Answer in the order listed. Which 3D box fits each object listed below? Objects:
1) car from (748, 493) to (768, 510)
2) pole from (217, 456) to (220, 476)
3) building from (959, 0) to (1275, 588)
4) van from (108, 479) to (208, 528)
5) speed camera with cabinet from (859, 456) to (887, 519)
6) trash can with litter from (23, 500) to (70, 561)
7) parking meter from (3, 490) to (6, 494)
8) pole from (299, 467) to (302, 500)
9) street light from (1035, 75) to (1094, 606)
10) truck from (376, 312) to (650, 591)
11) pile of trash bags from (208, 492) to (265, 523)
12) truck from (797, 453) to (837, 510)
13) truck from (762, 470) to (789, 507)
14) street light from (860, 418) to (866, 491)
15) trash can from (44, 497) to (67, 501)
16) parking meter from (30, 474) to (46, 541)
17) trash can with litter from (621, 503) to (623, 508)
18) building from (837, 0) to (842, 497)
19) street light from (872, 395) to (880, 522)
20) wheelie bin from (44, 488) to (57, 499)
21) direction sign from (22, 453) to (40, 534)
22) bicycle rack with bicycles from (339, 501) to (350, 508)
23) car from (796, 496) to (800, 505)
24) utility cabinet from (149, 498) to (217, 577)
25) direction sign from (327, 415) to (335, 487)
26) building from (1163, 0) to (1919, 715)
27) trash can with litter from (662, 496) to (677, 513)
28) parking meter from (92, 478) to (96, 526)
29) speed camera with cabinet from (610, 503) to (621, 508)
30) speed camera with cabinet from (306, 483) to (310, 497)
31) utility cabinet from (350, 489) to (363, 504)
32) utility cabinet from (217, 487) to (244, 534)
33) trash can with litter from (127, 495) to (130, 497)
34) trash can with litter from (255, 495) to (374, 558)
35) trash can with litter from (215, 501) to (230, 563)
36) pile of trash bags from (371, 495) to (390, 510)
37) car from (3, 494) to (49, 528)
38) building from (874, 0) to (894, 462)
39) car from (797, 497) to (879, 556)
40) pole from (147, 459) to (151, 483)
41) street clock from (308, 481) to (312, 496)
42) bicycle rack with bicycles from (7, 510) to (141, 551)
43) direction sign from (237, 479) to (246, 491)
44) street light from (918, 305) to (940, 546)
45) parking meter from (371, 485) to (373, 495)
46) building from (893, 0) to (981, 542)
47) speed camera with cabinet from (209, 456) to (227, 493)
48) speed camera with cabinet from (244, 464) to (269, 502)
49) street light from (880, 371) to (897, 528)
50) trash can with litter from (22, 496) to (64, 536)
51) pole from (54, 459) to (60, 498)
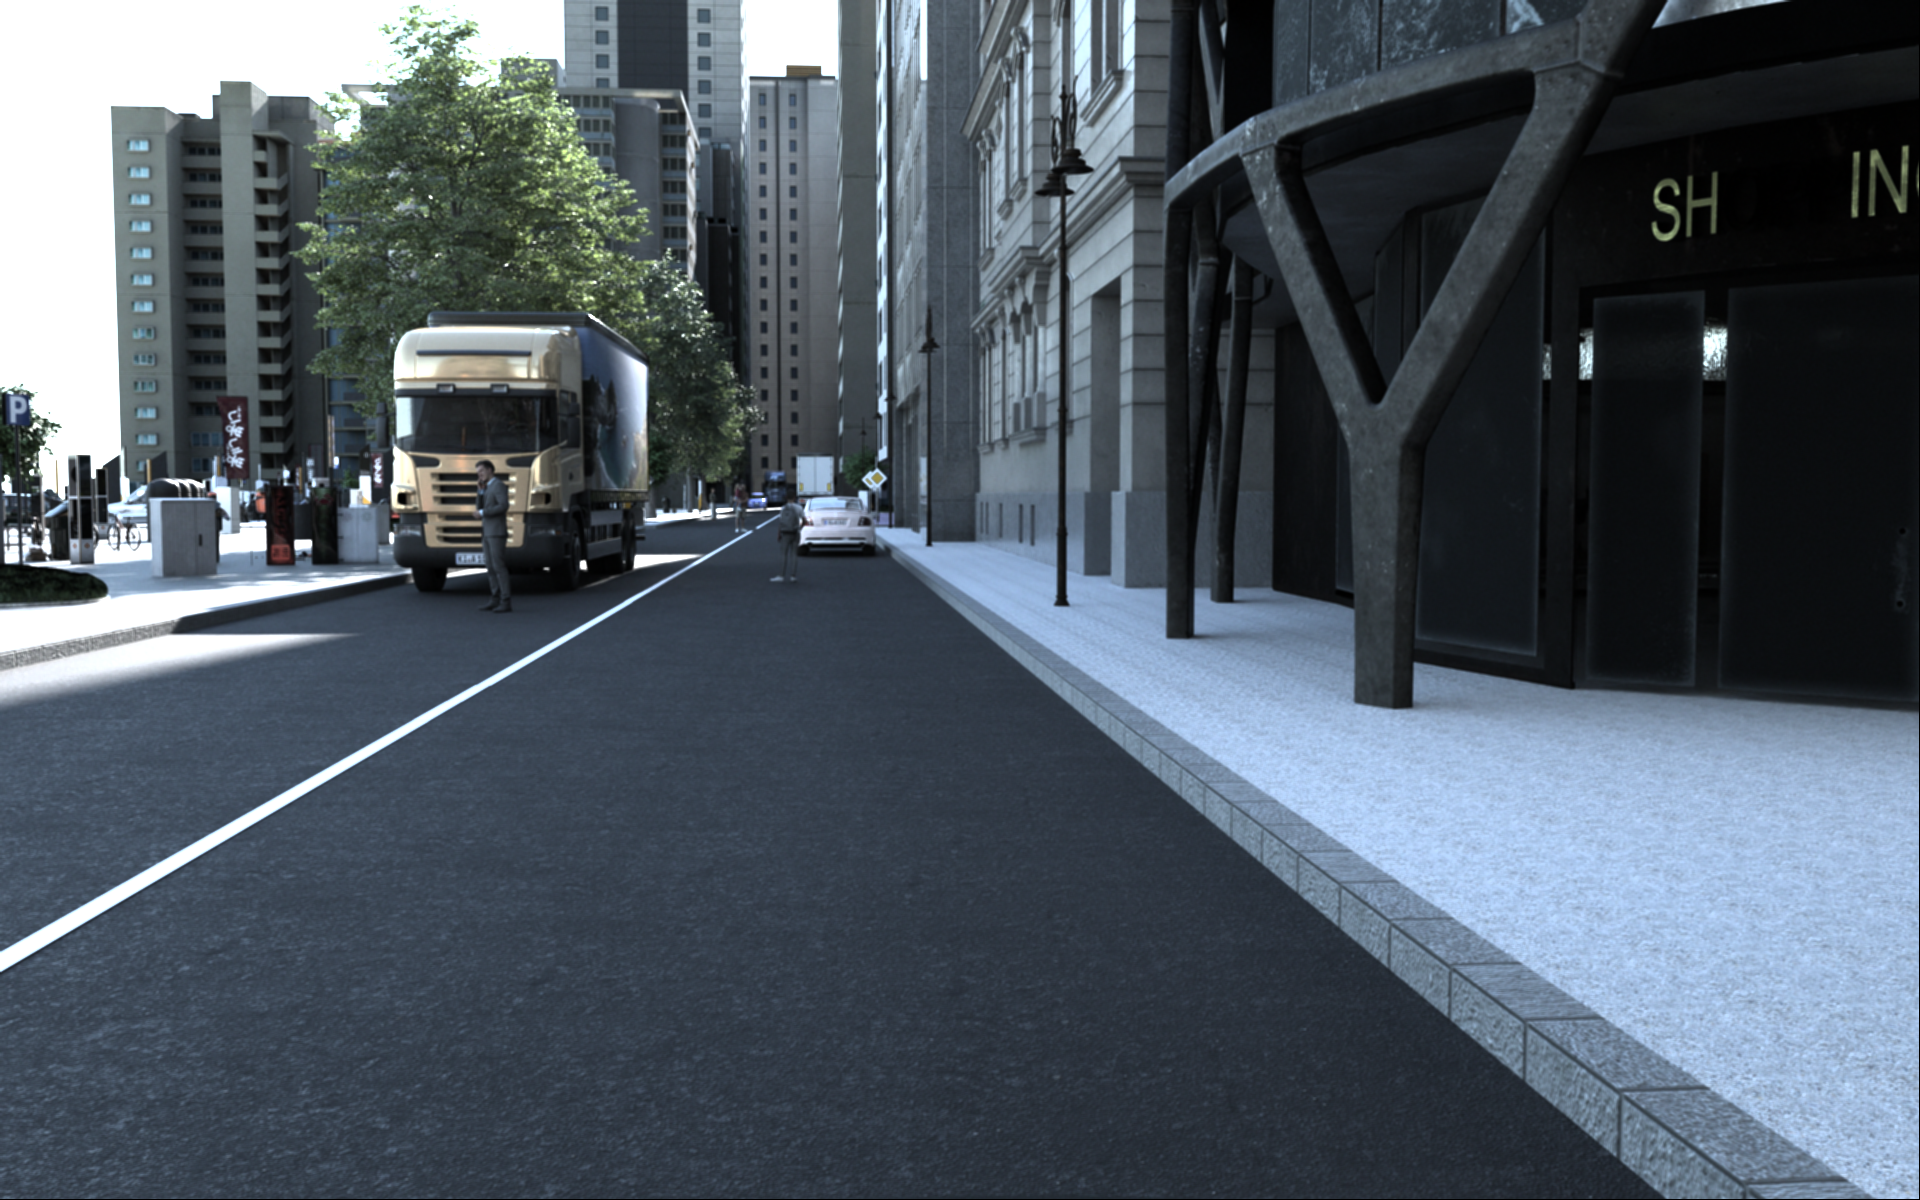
[{"bbox_3d":[-18.824,-9.253,160.874,1.945,1.707,3.694,0,4,-5],"label":"car"},{"bbox_3d":[-40.052,-6.099,93.567,0.158,3.312,0.155,0,3,0],"label":"pole"},{"bbox_3d":[7.521,-15.102,34.306,14.401,28.519,23.554,0,4,-5],"label":"building"},{"bbox_3d":[-31.615,-3.716,67.764,4.112,2.044,2.013,0,4,-6],"label":"van"},{"bbox_3d":[-4.525,-5.864,90.212,0.660,3.252,2.038,2,4,28],"label":"speed camera with cabinet"},{"bbox_3d":[-17.520,-1.347,33.408,0.624,1.170,1.055,3,4,38],"label":"trash can with litter"},{"bbox_3d":[-62.846,-6.442,113.742,0.372,1.533,0.369,0,3,0],"label":"parking meter"},{"bbox_3d":[-50.027,-8.416,131.438,0.158,3.312,0.155,0,3,0],"label":"pole"},{"bbox_3d":[1.169,-2.871,19.722,0.468,5.910,1.993,0,4,-5],"label":"street light"},{"bbox_3d":[-7.073,-2.451,28.992,2.839,4.237,11.283,0,4,-4],"label":"truck"},{"bbox_3d":[-34.595,-4.522,83.680,3.447,1.369,1.912,-3,4,-36],"label":"pile of trash bags"},{"bbox_3d":[-10.302,-8.282,124.331,2.839,4.237,11.283,0,4,-4],"label":"truck"},{"bbox_3d":[-21.559,-13.055,203.199,2.967,4.110,18.799,0,4,-5],"label":"truck"},{"bbox_3d":[-5.762,-7.973,103.141,0.468,5.910,1.993,0,4,-5],"label":"street light"},{"bbox_3d":[-39.455,-3.898,75.386,0.748,1.137,0.748,0,3,0],"label":"trash can"},{"bbox_3d":[-25.215,-2.547,47.354,0.255,1.863,0.399,-1,4,-12],"label":"parking meter"},{"bbox_3d":[-23.342,-6.566,118.409,1.678,1.210,2.233,2,4,25],"label":"trash can with litter"},{"bbox_3d":[1.311,-31.250,134.643,21.300,48.544,21.600,0,4,-5],"label":"building"},{"bbox_3d":[-3.838,-6.594,80.592,0.468,5.910,1.993,0,4,-5],"label":"street light"},{"bbox_3d":[-48.827,-5.194,92.828,0.693,1.594,0.980,0,4,4],"label":"wheelie bin"},{"bbox_3d":[-30.146,-3.905,55.845,0.876,3.537,0.379,-1,4,-18],"label":"direction sign"},{"bbox_3d":[-31.067,-4.372,84.857,2.852,0.926,2.925,-1,4,-16],"label":"bicycle rack with bicycles"},{"bbox_3d":[-14.246,-9.072,160.332,2.014,1.417,4.499,0,4,-5],"label":"car"},{"bbox_3d":[-12.266,-0.992,27.383,0.306,1.237,1.020,2,4,26],"label":"utility cabinet"},{"bbox_3d":[-18.156,-3.551,50.052,0.379,3.537,0.876,-1,4,-9],"label":"direction sign"},{"bbox_3d":[9.991,-9.000,14.595,16.820,18.784,16.811,0,4,-5],"label":"building"},{"bbox_3d":[-19.484,-6.423,116.397,1.055,1.170,0.624,-1,4,-10],"label":"trash can with litter"},{"bbox_3d":[-30.910,-3.451,62.128,0.255,1.863,0.399,-1,4,-9],"label":"parking meter"},{"bbox_3d":[-25.824,-8.307,130.155,0.660,3.252,2.038,2,4,29],"label":"speed camera with cabinet"},{"bbox_3d":[-50.249,-8.583,134.661,0.660,3.252,2.038,0,4,-1],"label":"speed camera with cabinet"},{"bbox_3d":[-27.169,-4.242,78.041,0.318,1.500,1.173,0,4,-7],"label":"utility cabinet"},{"bbox_3d":[-23.360,-2.854,55.346,0.318,1.500,1.173,-3,5,-43],"label":"utility cabinet"},{"bbox_3d":[-63.544,-7.419,132.359,2.233,1.210,1.678,3,5,39],"label":"trash can with litter"},{"bbox_3d":[-13.052,-1.482,35.292,2.233,1.210,1.678,0,4,-5],"label":"trash can with litter"},{"bbox_3d":[-13.996,-1.252,31.862,0.624,1.170,1.055,1,4,14],"label":"trash can with litter"},{"bbox_3d":[-30.384,-4.946,90.623,3.447,1.369,1.912,3,4,36],"label":"pile of trash bags"},{"bbox_3d":[-36.354,-3.527,67.461,4.222,1.686,2.009,0,4,-6],"label":"car"},{"bbox_3d":[3.308,-18.843,79.790,14.107,30.474,14.160,0,4,-5],"label":"building"},{"bbox_3d":[-2.986,-1.791,41.647,2.083,1.381,4.827,0,4,-4],"label":"car"},{"bbox_3d":[-47.360,-6.568,101.224,0.158,3.312,0.155,0,3,0],"label":"pole"},{"bbox_3d":[-36.688,-5.722,98.120,0.471,2.002,0.358,-1,4,-17],"label":"street clock"},{"bbox_3d":[-20.228,-1.581,39.228,2.852,0.926,2.925,-3,5,-44],"label":"bicycle rack with bicycles"},{"bbox_3d":[-55.820,-8.723,134.624,0.876,3.537,0.379,2,4,26],"label":"direction sign"},{"bbox_3d":[-0.760,-4.261,42.462,0.468,5.910,1.993,0,4,-5],"label":"street light"},{"bbox_3d":[-43.667,-7.524,128.735,0.399,1.863,0.255,3,5,45],"label":"parking meter"},{"bbox_3d":[4.277,-14.556,56.005,12.078,24.808,19.932,0,4,-5],"label":"building"},{"bbox_3d":[-38.071,-5.823,89.545,0.660,3.252,2.038,-3,4,-36],"label":"speed camera with cabinet"},{"bbox_3d":[-46.669,-7.367,114.791,0.660,3.252,2.038,1,4,16],"label":"speed camera with cabinet"},{"bbox_3d":[-2.618,-5.645,65.076,0.468,5.910,1.993,0,4,-5],"label":"street light"},{"bbox_3d":[-28.272,-2.594,53.470,1.678,1.210,2.233,1,4,20],"label":"trash can with litter"},{"bbox_3d":[-52.378,-6.522,100.479,0.158,3.312,0.155,0,3,0],"label":"pole"}]
